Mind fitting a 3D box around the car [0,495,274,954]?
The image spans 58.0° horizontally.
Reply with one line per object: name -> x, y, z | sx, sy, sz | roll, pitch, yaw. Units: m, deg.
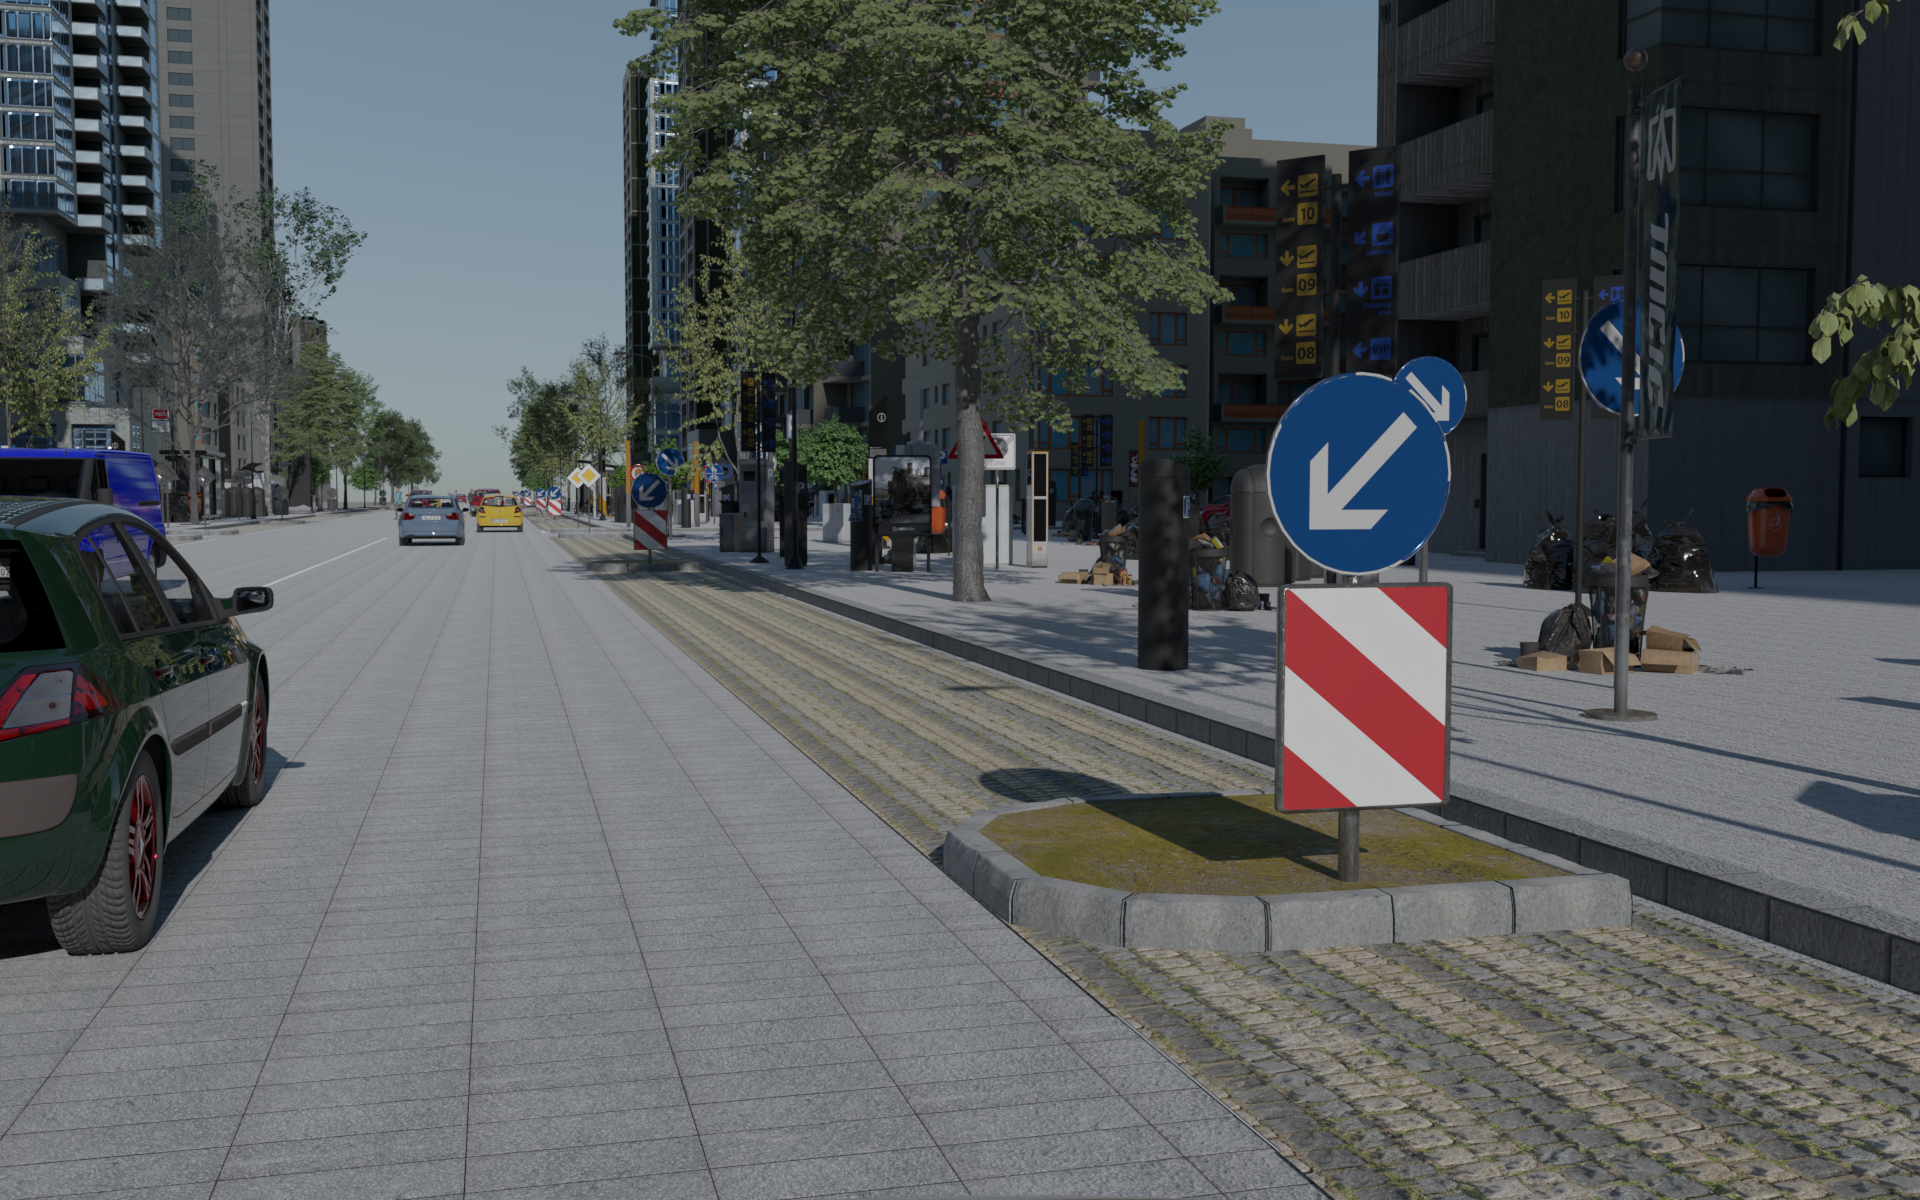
car -> -3.738, 0.197, 6.567 | 2.009, 1.686, 4.222 | -1, 4, -15

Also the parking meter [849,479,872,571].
parking meter -> -1.654, -1.259, 29.003 | 0.372, 1.533, 0.369 | 0, 3, 0

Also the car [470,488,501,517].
car -> -30.210, -6.250, 110.862 | 2.281, 1.827, 5.304 | -1, 4, -14

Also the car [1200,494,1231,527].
car -> 10.648, -3.513, 66.481 | 4.494, 1.783, 2.155 | -1, 4, -16

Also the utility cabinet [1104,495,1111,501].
utility cabinet -> 6.489, -4.016, 76.826 | 0.306, 1.237, 1.020 | -2, 4, -25

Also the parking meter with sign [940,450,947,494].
parking meter with sign -> -0.805, -4.394, 68.109 | 0.543, 3.016, 1.738 | 0, 4, 2

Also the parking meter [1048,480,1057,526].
parking meter -> 3.632, -3.864, 68.888 | 0.399, 1.863, 0.255 | -1, 4, -12

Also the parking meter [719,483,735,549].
parking meter -> -5.444, -1.963, 40.502 | 0.372, 1.533, 0.369 | 0, 3, 0

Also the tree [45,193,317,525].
tree -> -32.053, -9.875, 71.832 | 12.009, 13.543, 11.850 | 0, 3, 0

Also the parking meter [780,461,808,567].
parking meter -> -2.906, -1.529, 30.704 | 0.255, 1.863, 0.399 | 3, 4, 38

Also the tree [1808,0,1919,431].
tree -> 4.431, -3.411, 6.136 | 4.737, 8.622, 4.395 | 0, 3, 0

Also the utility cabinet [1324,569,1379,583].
utility cabinet -> 3.196, -0.182, 14.145 | 0.306, 1.237, 1.020 | 0, 4, 3

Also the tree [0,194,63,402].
tree -> -23.943, -5.603, 41.964 | 4.360, 8.622, 3.978 | 0, 3, 0

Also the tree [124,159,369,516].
tree -> -40.924, -14.890, 99.337 | 12.611, 20.169, 13.585 | 0, 3, 0

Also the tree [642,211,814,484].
tree -> -5.405, -5.629, 42.402 | 4.737, 8.622, 4.395 | 0, 3, 0

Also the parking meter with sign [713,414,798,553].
parking meter with sign -> -4.466, -2.556, 38.047 | 1.738, 3.016, 0.543 | 1, 4, 21

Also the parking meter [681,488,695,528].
parking meter -> -10.343, -3.486, 65.405 | 0.372, 1.533, 0.369 | 0, 3, 0

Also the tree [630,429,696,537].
tree -> -8.646, -3.501, 51.847 | 1.663, 3.219, 1.824 | 0, 3, 0

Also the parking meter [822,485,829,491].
parking meter -> -8.075, -6.015, 104.049 | 0.399, 1.863, 0.255 | -3, 5, -40

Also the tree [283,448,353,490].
tree -> -45.790, -8.418, 121.344 | 4.285, 4.588, 4.351 | 0, 3, 0

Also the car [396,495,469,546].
car -> -15.001, -2.279, 49.271 | 2.014, 1.417, 4.499 | -1, 4, -15

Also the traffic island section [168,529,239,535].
traffic island section -> -26.713, -2.385, 61.268 | 2.009, 0.180, 2.903 | -1, 4, -15

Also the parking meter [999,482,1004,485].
parking meter -> 1.770, -4.288, 75.815 | 0.399, 1.863, 0.255 | 0, 4, -5

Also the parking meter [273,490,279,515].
parking meter -> -42.615, -6.089, 107.969 | 0.372, 1.533, 0.369 | 0, 3, 0

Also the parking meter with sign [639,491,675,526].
parking meter with sign -> -12.265, -4.498, 69.798 | 0.543, 3.016, 1.738 | 2, 4, 26

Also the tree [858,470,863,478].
tree -> -6.287, -6.862, 106.797 | 1.663, 3.219, 1.824 | 0, 3, 0

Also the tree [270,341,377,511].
tree -> -47.243, -12.877, 128.663 | 7.486, 12.596, 7.792 | 0, 3, 0

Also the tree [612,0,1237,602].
tree -> -0.283, -6.246, 20.251 | 7.486, 12.596, 7.792 | 0, 3, 0

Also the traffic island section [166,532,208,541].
traffic island section -> -24.651, -1.913, 53.553 | 2.009, 0.180, 2.903 | -1, 4, -15

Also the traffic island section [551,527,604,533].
traffic island section -> -14.208, -2.588, 64.593 | 2.009, 0.180, 2.903 | -1, 4, -15

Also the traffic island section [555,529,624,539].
traffic island section -> -12.145, -2.116, 56.878 | 2.009, 0.180, 2.903 | -1, 4, -15

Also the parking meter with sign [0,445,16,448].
parking meter with sign -> -33.607, -3.947, 60.796 | 0.543, 3.016, 1.738 | -1, 4, -16

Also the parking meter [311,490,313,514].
parking meter -> -42.539, -6.416, 113.318 | 0.372, 1.533, 0.369 | 0, 3, 0

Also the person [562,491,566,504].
person -> -49.702, -12.788, 217.450 | 0.709, 1.838, 0.599 | -2, 4, -31

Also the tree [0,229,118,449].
tree -> -25.793, -5.945, 47.568 | 4.737, 8.622, 4.395 | 0, 3, 0

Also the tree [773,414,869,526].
tree -> -4.904, -5.215, 68.980 | 4.285, 4.588, 4.351 | 0, 3, 0

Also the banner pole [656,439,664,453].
banner pole -> -13.557, -5.401, 78.327 | 0.401, 3.779, 0.863 | 1, 4, 19

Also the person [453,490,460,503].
person -> -49.637, -9.932, 170.756 | 0.599, 1.838, 0.709 | 3, 4, 37

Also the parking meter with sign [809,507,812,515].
parking meter with sign -> -9.286, -6.614, 104.401 | 1.738, 3.016, 0.543 | -1, 4, -11

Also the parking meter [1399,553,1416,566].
parking meter -> 7.987, -1.558, 31.179 | 0.399, 1.863, 0.255 | 3, 5, 44

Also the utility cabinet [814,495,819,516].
utility cabinet -> -8.179, -5.625, 103.133 | 1.020, 1.237, 0.306 | -2, 4, -31

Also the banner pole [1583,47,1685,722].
banner pole -> 3.792, -1.197, 9.596 | 0.401, 3.779, 0.863 | 0, 4, 0

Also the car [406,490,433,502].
car -> -46.276, -8.552, 148.502 | 2.281, 1.827, 5.304 | -1, 4, -13

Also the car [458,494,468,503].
car -> -77.452, -15.885, 268.758 | 2.155, 1.783, 4.494 | -1, 4, -14

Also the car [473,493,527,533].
car -> -17.542, -3.413, 66.031 | 2.015, 1.641, 3.980 | -1, 4, -15

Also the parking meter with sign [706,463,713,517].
parking meter with sign -> -13.545, -6.184, 97.363 | 0.543, 3.016, 1.738 | 2, 4, 27

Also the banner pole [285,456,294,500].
banner pole -> -44.145, -7.592, 114.149 | 0.863, 3.779, 0.401 | -1, 4, -16

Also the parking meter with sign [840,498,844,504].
parking meter with sign -> -6.143, -5.882, 92.437 | 0.543, 3.016, 1.738 | 0, 4, 3

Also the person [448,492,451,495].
person -> -80.393, -16.135, 273.113 | 0.445, 1.727, 0.742 | 2, 4, 29

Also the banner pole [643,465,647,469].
banner pole -> -23.911, -8.670, 131.766 | 0.401, 3.779, 0.863 | 1, 4, 13

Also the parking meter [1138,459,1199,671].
parking meter -> 1.493, -0.262, 12.699 | 0.372, 1.533, 0.369 | 0, 3, 0

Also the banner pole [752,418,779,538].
banner pole -> -5.645, -3.671, 50.038 | 0.863, 3.779, 0.401 | -2, 4, -33
